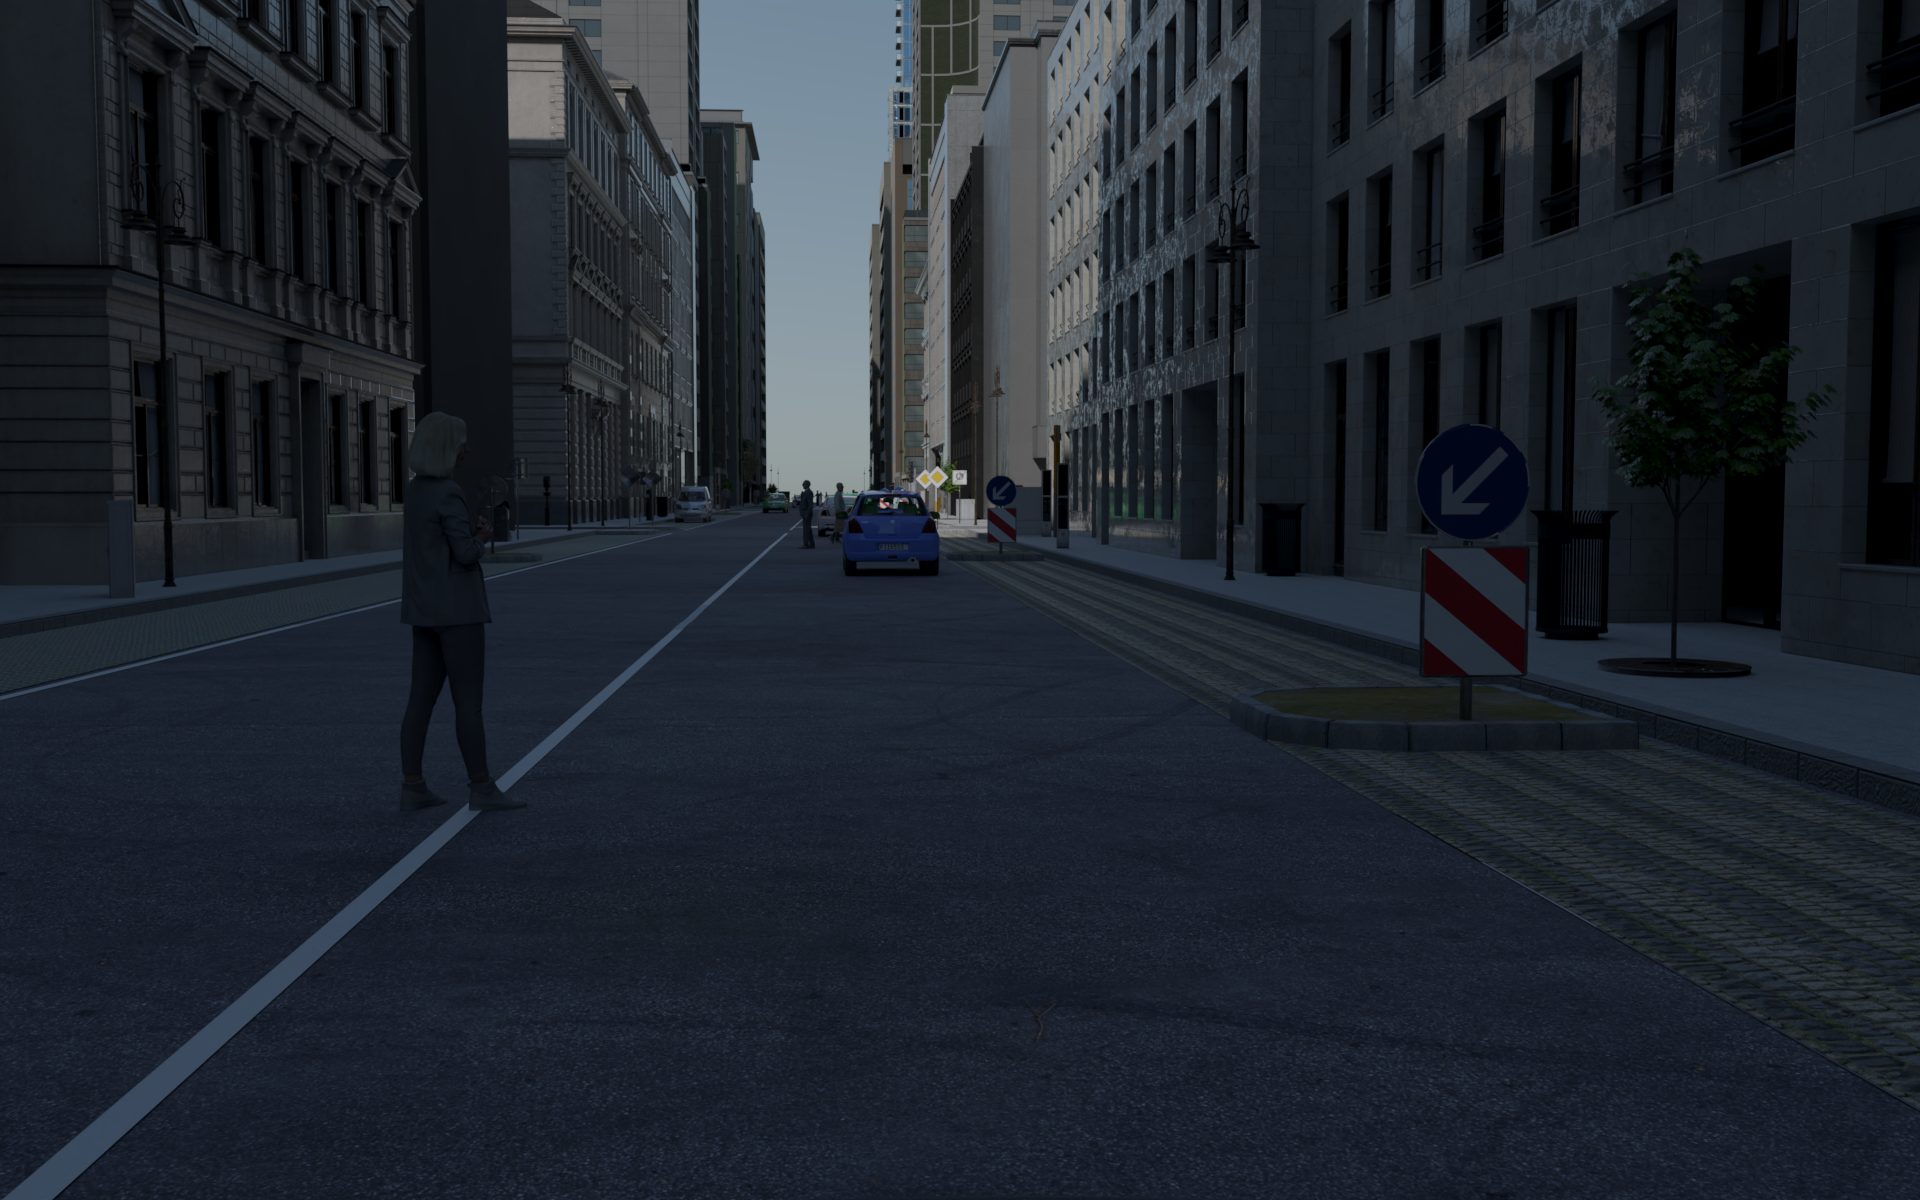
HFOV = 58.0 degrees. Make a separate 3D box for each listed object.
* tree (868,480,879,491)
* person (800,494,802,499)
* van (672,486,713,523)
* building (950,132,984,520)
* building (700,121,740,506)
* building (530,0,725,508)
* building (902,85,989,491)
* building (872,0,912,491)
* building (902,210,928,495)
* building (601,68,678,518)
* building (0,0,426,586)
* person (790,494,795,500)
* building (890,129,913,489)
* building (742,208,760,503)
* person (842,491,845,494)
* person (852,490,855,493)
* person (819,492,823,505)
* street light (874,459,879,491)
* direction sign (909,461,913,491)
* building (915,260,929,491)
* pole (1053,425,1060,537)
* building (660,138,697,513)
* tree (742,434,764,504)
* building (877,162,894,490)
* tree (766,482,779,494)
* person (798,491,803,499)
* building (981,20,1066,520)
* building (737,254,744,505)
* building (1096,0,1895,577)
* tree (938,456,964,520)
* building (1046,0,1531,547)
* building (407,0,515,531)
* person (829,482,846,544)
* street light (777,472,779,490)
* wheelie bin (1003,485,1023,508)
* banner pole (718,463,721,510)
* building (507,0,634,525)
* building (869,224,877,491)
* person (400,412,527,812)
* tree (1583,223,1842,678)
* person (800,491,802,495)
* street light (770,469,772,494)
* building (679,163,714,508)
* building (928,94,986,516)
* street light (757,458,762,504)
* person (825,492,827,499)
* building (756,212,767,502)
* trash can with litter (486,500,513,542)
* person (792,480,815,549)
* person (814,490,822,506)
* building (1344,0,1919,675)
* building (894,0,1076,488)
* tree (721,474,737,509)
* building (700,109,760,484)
[{"bbox_3d":[-12.348,-15.382,246.099,1.663,3.219,1.824,0,3,0],"label":"tree"},{"bbox_3d":[-15.611,-9.743,171.059,0.557,1.426,1.065,-1,4,-19],"label":"person"},{"bbox_3d":[-13.432,-4.906,87.216,2.013,2.044,4.112,0,4,-5],"label":"van"},{"bbox_3d":[6.149,-16.213,94.768,12.332,23.373,15.834,0,4,-4],"label":"building"},{"bbox_3d":[-31.112,-30.647,184.672,14.154,41.232,14.086,0,4,-4],"label":"building"},{"bbox_3d":[-33.328,-44.525,166.230,20.563,71.187,20.611,0,4,-4],"label":"building"},{"bbox_3d":[10.841,-28.578,159.131,32.217,40.220,23.993,0,4,-4],"label":"building"},{"bbox_3d":[-2.055,-58.288,265.673,22.319,86.520,31.000,0,4,-4],"label":"building"},{"bbox_3d":[1.004,-24.877,178.441,14.160,30.474,14.107,0,4,-4],"label":"building"},{"bbox_3d":[-23.816,-18.626,101.798,12.463,27.353,25.104,0,4,-4],"label":"building"},{"bbox_3d":[-17.185,-10.268,32.506,10.561,19.102,19.286,0,4,-4],"label":"building"},{"bbox_3d":[-18.219,-10.952,190.782,0.991,1.433,0.599,0,4,6],"label":"person"},{"bbox_3d":[-1.332,-34.441,213.215,14.600,45.320,14.200,0,4,-4],"label":"building"},{"bbox_3d":[-37.620,-37.449,262.401,14.600,45.320,14.200,0,4,-4],"label":"building"},{"bbox_3d":[-12.567,-10.771,184.478,0.709,1.838,0.599,1,4,14],"label":"person"},{"bbox_3d":[-9.168,-8.626,149.532,0.705,1.824,1.348,-2,4,-25],"label":"person"},{"bbox_3d":[-18.695,-13.650,232.342,0.551,1.740,0.621,-2,4,-34],"label":"person"},{"bbox_3d":[-11.166,-15.743,230.185,0.468,5.910,1.993,0,4,-4],"label":"street light"},{"bbox_3d":[-3.420,-7.864,120.568,0.379,3.537,0.876,-1,4,-21],"label":"direction sign"},{"bbox_3d":[2.775,-18.252,134.578,11.583,22.565,21.152,0,4,-4],"label":"building"},{"bbox_3d":[2.862,-3.505,51.157,0.158,3.312,0.155,0,3,0],"label":"pole"},{"bbox_3d":[-25.868,-18.766,124.840,12.078,24.808,19.932,0,4,-4],"label":"building"},{"bbox_3d":[-25.908,-16.080,213.268,4.360,8.622,3.978,0,3,0],"label":"tree"},{"bbox_3d":[-0.193,-37.734,240.646,21.300,48.544,21.600,0,4,-4],"label":"building"},{"bbox_3d":[-29.506,-17.099,274.176,1.663,3.219,1.824,0,3,0],"label":"tree"},{"bbox_3d":[-15.947,-10.103,174.479,0.721,1.735,1.217,-3,4,-36],"label":"person"},{"bbox_3d":[16.548,-15.900,79.036,30.058,24.678,14.314,0,4,-4],"label":"building"},{"bbox_3d":[-32.533,-26.190,199.903,14.160,30.474,14.107,0,4,-4],"label":"building"},{"bbox_3d":[9.318,-11.091,36.083,10.420,20.320,16.860,0,4,-4],"label":"building"},{"bbox_3d":[-0.489,-5.667,87.262,1.663,3.219,1.824,0,3,0],"label":"tree"},{"bbox_3d":[8.860,-12.121,52.924,10.420,20.320,16.860,0,4,-4],"label":"building"},{"bbox_3d":[-22.942,-13.657,52.966,15.834,23.373,12.332,0,4,-4],"label":"building"},{"bbox_3d":[-3.506,-2.489,49.679,0.515,1.767,0.782,0,4,-4],"label":"person"},{"bbox_3d":[-31.642,-20.104,301.487,0.468,5.910,1.993,0,4,-4],"label":"street light"},{"bbox_3d":[1.884,-3.142,59.273,0.980,1.594,0.693,-1,4,-21],"label":"wheelie bin"},{"bbox_3d":[-19.373,-9.149,139.606,0.401,3.779,0.863,1,4,12],"label":"banner pole"},{"bbox_3d":[-21.591,-15.331,79.538,11.050,23.489,19.941,0,4,-4],"label":"building"},{"bbox_3d":[-4.425,-40.946,293.172,21.300,48.544,21.600,0,4,-4],"label":"building"},{"bbox_3d":[-2.320,0.046,7.939,0.526,1.800,0.537,-2,4,-32],"label":"person"},{"bbox_3d":[5.060,-1.088,12.388,1.663,3.219,1.824,0,3,0],"label":"tree"},{"bbox_3d":[-21.207,-13.666,232.070,1.348,1.807,0.705,-2,4,-32],"label":"person"},{"bbox_3d":[-28.880,-17.872,264.996,0.468,5.910,1.993,0,4,-4],"label":"street light"},{"bbox_3d":[-29.073,-23.163,150.414,14.160,30.474,14.107,0,4,-4],"label":"building"},{"bbox_3d":[4.499,-18.047,113.095,12.078,24.808,19.932,0,4,-4],"label":"building"},{"bbox_3d":[-26.206,-15.651,228.686,0.468,5.910,1.993,0,4,-4],"label":"street light"},{"bbox_3d":[-19.616,-15.000,253.834,0.705,1.814,1.350,-1,4,-20],"label":"person"},{"bbox_3d":[-42.482,-40.135,279.910,21.300,48.544,21.600,0,4,-4],"label":"building"},{"bbox_3d":[-12.423,-2.162,46.728,0.624,1.170,1.055,0,4,-5],"label":"trash can with litter"},{"bbox_3d":[-4.087,-2.246,45.397,0.590,1.801,0.661,-1,4,-17],"label":"person"},{"bbox_3d":[-14.465,-10.224,175.643,1.348,1.826,0.705,3,5,39],"label":"person"},{"bbox_3d":[11.409,-10.068,19.363,10.420,20.320,16.860,0,4,-4],"label":"building"},{"bbox_3d":[3.134,-46.274,194.834,20.563,71.187,20.611,0,4,-4],"label":"building"},{"bbox_3d":[-20.724,-9.663,152.584,1.663,3.219,1.824,0,3,0],"label":"tree"},{"bbox_3d":[-42.544,-39.836,240.559,28.713,52.752,27.495,0,4,-4],"label":"building"}]
